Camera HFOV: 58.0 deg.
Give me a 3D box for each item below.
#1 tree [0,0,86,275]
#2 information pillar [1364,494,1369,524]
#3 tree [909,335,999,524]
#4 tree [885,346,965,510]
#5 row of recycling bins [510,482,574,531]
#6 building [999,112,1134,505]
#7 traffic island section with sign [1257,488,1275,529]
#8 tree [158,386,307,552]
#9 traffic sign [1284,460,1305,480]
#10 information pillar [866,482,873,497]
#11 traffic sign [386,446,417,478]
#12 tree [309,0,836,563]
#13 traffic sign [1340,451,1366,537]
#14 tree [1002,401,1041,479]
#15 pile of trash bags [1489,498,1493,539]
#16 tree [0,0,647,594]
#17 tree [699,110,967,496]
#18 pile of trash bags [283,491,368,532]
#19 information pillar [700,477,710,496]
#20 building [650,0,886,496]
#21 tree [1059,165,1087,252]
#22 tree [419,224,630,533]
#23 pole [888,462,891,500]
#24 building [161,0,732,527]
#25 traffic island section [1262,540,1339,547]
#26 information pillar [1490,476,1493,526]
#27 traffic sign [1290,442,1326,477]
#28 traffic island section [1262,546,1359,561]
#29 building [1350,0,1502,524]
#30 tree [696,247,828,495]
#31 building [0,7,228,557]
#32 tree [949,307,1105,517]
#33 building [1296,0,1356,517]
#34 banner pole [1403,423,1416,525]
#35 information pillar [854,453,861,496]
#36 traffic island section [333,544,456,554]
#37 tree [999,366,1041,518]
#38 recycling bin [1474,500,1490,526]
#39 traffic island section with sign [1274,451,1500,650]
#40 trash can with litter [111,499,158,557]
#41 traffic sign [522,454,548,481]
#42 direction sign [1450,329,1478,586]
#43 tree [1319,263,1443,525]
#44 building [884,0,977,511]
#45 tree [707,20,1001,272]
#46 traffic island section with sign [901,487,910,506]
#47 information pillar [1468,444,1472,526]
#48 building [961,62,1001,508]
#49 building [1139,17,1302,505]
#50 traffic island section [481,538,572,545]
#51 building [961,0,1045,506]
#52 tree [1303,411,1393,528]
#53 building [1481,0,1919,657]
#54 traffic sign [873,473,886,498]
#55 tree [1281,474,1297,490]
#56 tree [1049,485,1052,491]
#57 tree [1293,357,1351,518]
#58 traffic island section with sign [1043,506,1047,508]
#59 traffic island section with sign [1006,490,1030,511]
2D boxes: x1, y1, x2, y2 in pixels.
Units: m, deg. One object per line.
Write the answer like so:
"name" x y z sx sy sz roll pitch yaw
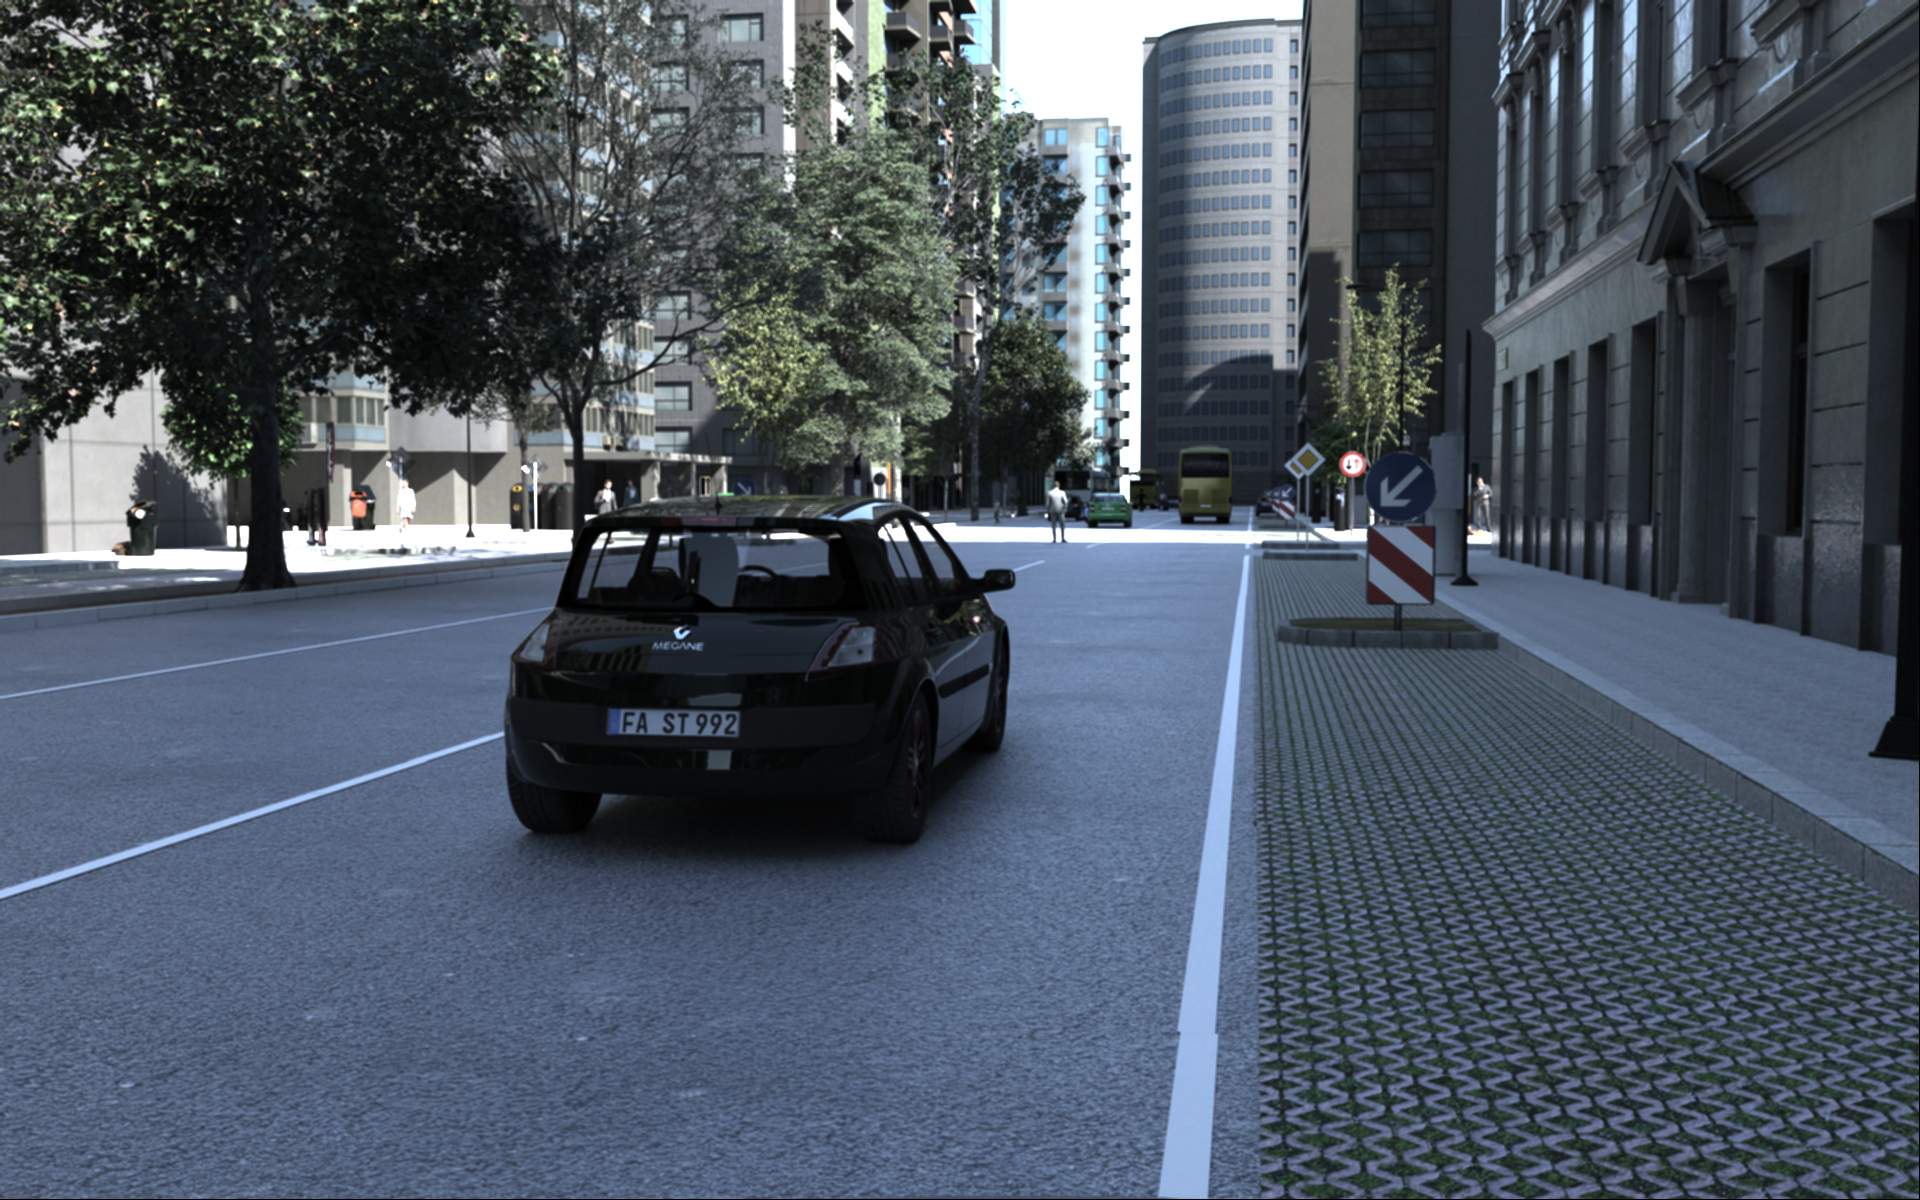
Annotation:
"tree" -11.209 -3.932 17.109 4.360 8.622 3.978 0 3 0
"information pillar" 17.456 -5.043 73.812 0.504 3.616 0.183 -1 4 -9
"tree" -0.625 -7.742 79.401 4.360 8.622 3.978 0 3 0
"tree" -3.321 -12.285 118.990 7.486 12.596 7.792 0 3 0
"row of recycling bins" -14.906 -3.370 62.218 3.534 1.692 1.069 3 5 40
"building" 6.729 -36.733 220.190 30.456 49.044 23.786 1 4 10
"traffic island section with sign" 13.315 -3.829 71.236 1.989 1.847 2.006 1 4 10
"tree" -16.394 -3.396 39.243 4.285 4.588 4.351 0 3 0
"traffic sign" 9.100 -2.708 46.472 0.795 2.593 0.064 1 4 10
"information pillar" -5.287 -5.948 101.740 0.304 2.012 0.304 2 4 33
"traffic sign" -13.620 -2.449 42.227 0.795 2.593 0.064 1 4 10
"tree" -7.941 -7.512 35.643 12.009 13.543 11.850 0 3 0
"traffic sign" 11.697 -3.151 51.629 0.768 2.556 0.104 1 4 15
"tree" 5.820 -14.522 171.841 8.767 10.594 7.601 2 4 29
"pile of trash bags" 15.754 -2.358 48.314 1.912 1.369 3.447 -1 4 -11
"tree" -9.688 -6.394 24.007 9.611 12.733 9.660 0 3 0
"tree" -4.218 -9.148 58.688 9.857 13.997 8.962 0 3 0
"pile of trash bags" -22.217 -3.056 59.722 3.447 1.369 1.912 -1 4 -16
"information pillar" -10.753 -4.191 73.014 0.304 2.012 0.304 1 4 23
"building" -12.634 -25.629 102.630 14.154 41.232 14.086 1 4 10
"tree" -0.312 -14.027 87.687 12.611 20.169 13.585 0 3 0
"tree" -14.542 -7.476 56.641 8.767 10.594 7.601 2 4 34
"pole" -4.377 -6.936 107.239 0.158 3.312 0.155 0 3 0
"building" -27.455 -23.572 77.276 32.217 40.220 23.993 1 4 10
"traffic island section" 9.125 -1.484 46.550 2.009 0.180 2.903 1 4 10
"information pillar" 21.544 -3.996 69.824 0.304 2.012 0.304 1 4 15
"traffic sign" 7.767 -2.227 38.598 0.795 2.593 0.064 1 4 10
"traffic island section" 7.792 -1.003 38.677 2.009 0.180 2.903 1 4 10
"building" 25.151 -18.838 79.698 14.160 30.474 14.107 1 4 10
"tree" -5.607 -5.954 50.168 4.737 8.622 4.395 0 3 0
"building" -30.116 -36.358 32.702 20.611 71.187 20.563 1 4 10
"tree" 3.830 -11.357 105.155 9.611 12.733 9.660 0 3 0
"building" 31.625 -29.390 104.226 21.300 48.544 21.600 1 4 10
"banner pole" 15.936 -4.374 61.538 0.401 3.779 0.863 -3 4 -37
"information pillar" -5.856 -6.579 98.928 0.183 3.616 0.504 3 5 40
"traffic island section" -13.645 -1.224 42.298 2.009 0.180 2.903 1 4 10
"tree" 2.547 -8.899 98.323 4.360 8.622 3.978 0 3 0
"recycling bin" 21.309 -3.544 70.506 0.722 1.027 0.722 1 4 18
"traffic island section with sign" 4.126 -0.508 16.926 1.989 1.847 2.006 1 4 10
"trash can with litter" -17.062 -1.487 35.696 1.055 1.170 0.624 1 4 21
"traffic sign" -12.287 -2.930 50.101 0.795 2.593 0.064 1 4 10
"direction sign" 7.104 -1.975 24.284 0.379 3.537 0.876 1 4 18
"tree" 13.433 -6.467 56.092 4.737 8.622 4.395 0 3 0
"building" -10.773 -29.692 140.085 22.147 44.769 28.867 1 4 10
"tree" -3.607 -12.937 69.869 12.611 20.169 13.585 0 3 0
"traffic island section with sign" -3.314 -5.665 101.249 1.989 1.847 2.006 1 4 10
"information pillar" 19.725 -4.649 67.373 0.183 3.616 0.504 3 5 41
"building" -4.179 -29.188 160.821 14.154 41.232 14.086 1 4 10
"building" 36.647 -41.087 213.766 28.212 58.520 21.231 1 4 10
"traffic island section" -12.312 -1.706 50.172 2.009 0.180 2.903 1 4 10
"building" -7.316 -53.592 188.900 31.000 86.520 22.319 1 4 10
"tree" 14.629 -5.023 65.838 4.285 4.588 4.351 0 3 0
"building" 15.379 -14.480 13.167 17.030 29.872 44.131 1 4 10
"traffic sign" -4.849 -6.372 104.283 0.768 2.556 0.104 1 4 12
"tree" 31.874 -10.605 167.997 1.663 3.219 1.824 0 3 0
"tree" 11.271 -12.618 200.906 1.663 3.219 1.824 0 3 0
"tree" 20.061 -8.735 93.176 4.360 8.622 3.978 0 3 0
"traffic island section with sign" 9.563 -10.320 177.356 1.989 1.847 2.006 1 4 10
"traffic island section with sign" 5.012 -8.674 150.452 1.989 1.847 2.006 1 4 10
